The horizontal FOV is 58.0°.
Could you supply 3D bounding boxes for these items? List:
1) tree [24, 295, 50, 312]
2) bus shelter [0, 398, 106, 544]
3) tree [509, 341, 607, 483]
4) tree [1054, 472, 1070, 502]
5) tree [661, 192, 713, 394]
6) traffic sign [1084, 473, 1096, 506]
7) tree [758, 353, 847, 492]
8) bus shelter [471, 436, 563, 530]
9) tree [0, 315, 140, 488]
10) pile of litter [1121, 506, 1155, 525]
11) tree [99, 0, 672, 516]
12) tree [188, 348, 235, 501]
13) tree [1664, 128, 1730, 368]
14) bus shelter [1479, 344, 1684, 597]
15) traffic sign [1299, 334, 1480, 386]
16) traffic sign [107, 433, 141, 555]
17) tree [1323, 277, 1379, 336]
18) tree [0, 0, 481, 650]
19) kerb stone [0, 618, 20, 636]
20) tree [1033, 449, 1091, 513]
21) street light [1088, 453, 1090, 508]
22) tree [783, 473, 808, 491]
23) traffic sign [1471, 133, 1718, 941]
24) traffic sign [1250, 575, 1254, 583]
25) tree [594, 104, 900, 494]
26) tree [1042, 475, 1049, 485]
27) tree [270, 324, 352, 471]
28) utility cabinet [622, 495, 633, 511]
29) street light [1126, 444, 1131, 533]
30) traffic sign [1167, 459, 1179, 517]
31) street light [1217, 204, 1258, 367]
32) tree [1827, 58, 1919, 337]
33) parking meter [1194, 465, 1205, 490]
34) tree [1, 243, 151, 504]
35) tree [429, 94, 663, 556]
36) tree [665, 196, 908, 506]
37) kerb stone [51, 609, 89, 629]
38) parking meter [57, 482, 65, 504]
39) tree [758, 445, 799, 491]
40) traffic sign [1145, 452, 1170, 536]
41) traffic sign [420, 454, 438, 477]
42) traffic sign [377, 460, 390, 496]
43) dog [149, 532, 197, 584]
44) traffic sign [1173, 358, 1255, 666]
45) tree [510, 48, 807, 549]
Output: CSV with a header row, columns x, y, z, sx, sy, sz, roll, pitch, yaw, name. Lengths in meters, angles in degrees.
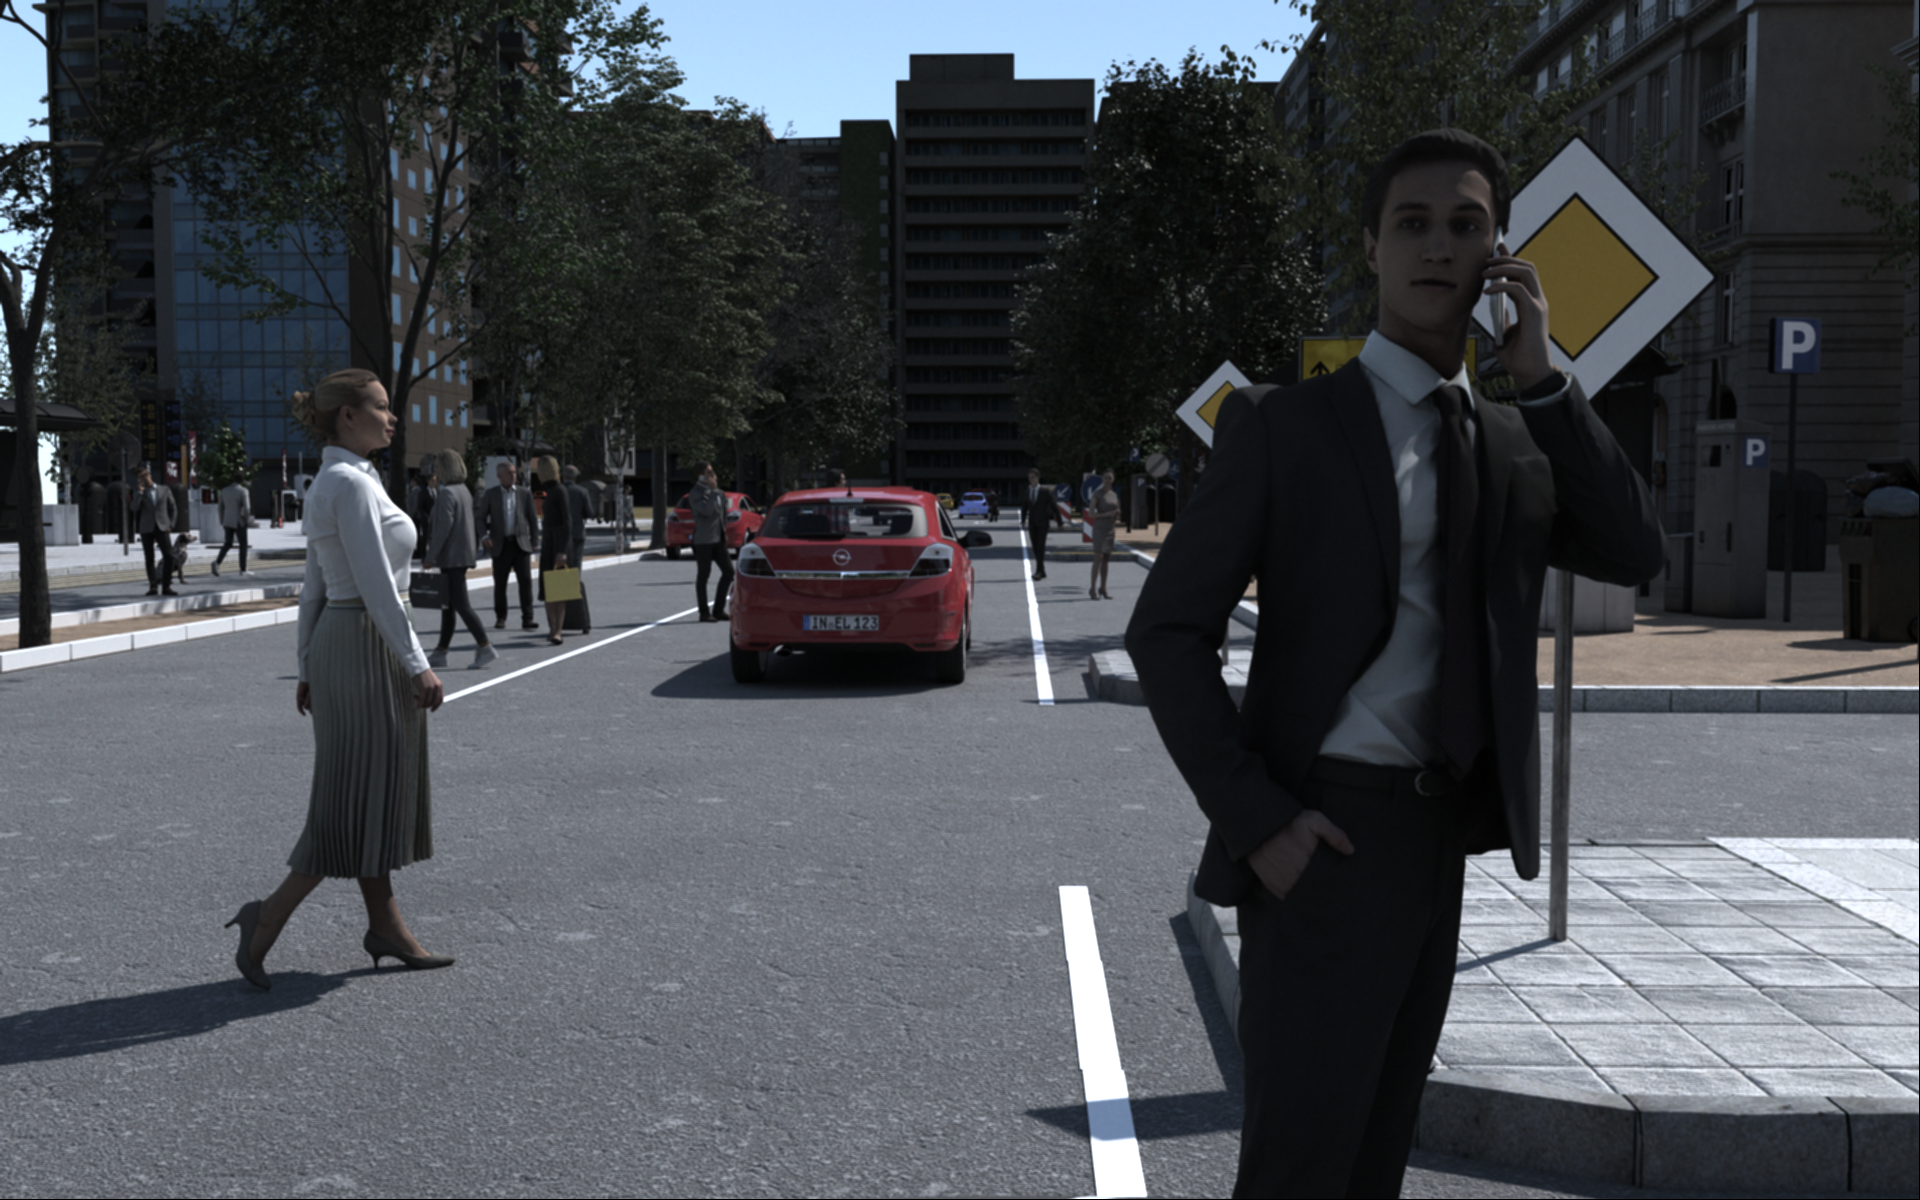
x,y,z,sx,sy,sz,roll,pitch,yaw,name
-34.792,-6.988,64.614,4.737,8.622,4.395,0,3,0,tree
-20.134,-2.572,35.975,2.014,3.302,5.546,0,4,2,bus shelter
-17.830,-7.800,77.892,4.737,8.622,4.395,0,3,0,tree
7.746,-10.831,127.453,4.737,8.622,4.395,0,3,0,tree
-7.650,-5.262,38.849,4.360,8.622,3.978,0,3,0,tree
6.309,-5.020,84.213,0.606,2.300,0.079,1,4,11,traffic sign
-6.974,-7.370,73.311,4.360,8.622,3.978,0,3,0,tree
-16.244,-4.255,63.486,2.014,3.302,5.546,0,4,2,bus shelter
-37.524,-7.564,74.033,4.737,8.622,4.395,0,3,0,tree
7.483,-3.577,72.454,1.176,0.858,1.719,-2,4,-24,pile of litter
-7.974,-5.880,24.356,9.928,11.665,9.643,0,3,0,tree
-37.843,-8.272,85.607,4.360,8.622,3.978,0,3,0,tree
12.964,-5.128,34.200,4.737,8.622,4.395,0,3,0,tree
7.921,-1.841,24.016,2.014,3.302,5.546,0,4,2,bus shelter
5.491,-1.738,22.286,2.265,3.308,0.079,0,4,5,traffic sign
-17.433,-2.203,36.132,0.768,2.556,0.104,1,4,9,traffic sign
13.119,-6.580,57.952,4.360,8.622,3.978,0,3,0,tree
-8.224,-4.809,15.501,8.767,10.594,7.601,0,4,2,tree
-9.702,0.288,17.489,0.120,0.150,1.000,0,4,2,kerb stone
8.266,-12.293,119.120,7.486,12.596,7.792,0,3,0,tree
6.480,-6.958,86.545,0.468,5.910,1.993,0,4,2,street light
-13.550,-8.912,140.316,1.663,3.219,1.824,0,3,0,tree
1.720,-0.079,4.928,0.795,2.450,0.064,0,4,2,traffic sign
4.218,-1.521,24.974,0.768,2.556,0.104,1,4,10,traffic sign
-6.957,-8.667,54.527,12.009,13.543,11.850,0,3,0,tree
9.389,-10.948,162.718,4.285,4.588,4.351,0,3,0,tree
-27.479,-7.604,74.685,4.360,8.622,3.978,0,3,0,tree
-16.636,-4.566,85.818,0.306,1.237,1.020,2,4,29,utility cabinet
5.597,-5.167,57.275,0.468,5.910,1.993,0,4,2,street light
7.879,-3.834,62.793,0.768,2.556,0.104,0,4,5,traffic sign
4.464,-3.378,28.014,0.468,5.910,1.993,0,4,2,street light
15.002,-4.577,25.190,4.737,8.622,4.395,0,3,0,tree
5.394,-2.021,38.754,0.255,1.863,0.399,-1,4,-9,parking meter
-25.176,-6.038,49.081,4.360,8.622,3.978,0,3,0,tree
-7.966,-4.828,31.765,4.360,8.622,3.978,0,3,0,tree
-6.910,-8.942,65.671,9.611,12.733,9.660,0,3,0,tree
-9.668,0.228,18.517,0.120,0.150,1.000,0,4,2,kerb stone
-43.787,-4.819,84.502,0.255,1.863,0.399,2,4,35,parking meter
-13.758,-11.195,133.403,4.737,8.622,4.395,0,3,0,tree
6.046,-3.245,53.163,0.768,2.556,0.104,0,4,3,traffic sign
-16.628,-3.325,54.466,0.768,2.556,0.104,0,4,8,traffic sign
-20.316,-3.750,61.412,0.768,2.556,0.104,1,4,11,traffic sign
-12.692,-0.664,27.687,0.800,0.831,0.513,1,4,14,dog
1.981,-0.567,12.909,0.795,2.450,0.064,0,4,2,traffic sign
-7.868,-7.594,44.751,7.486,12.596,7.792,0,3,0,tree
